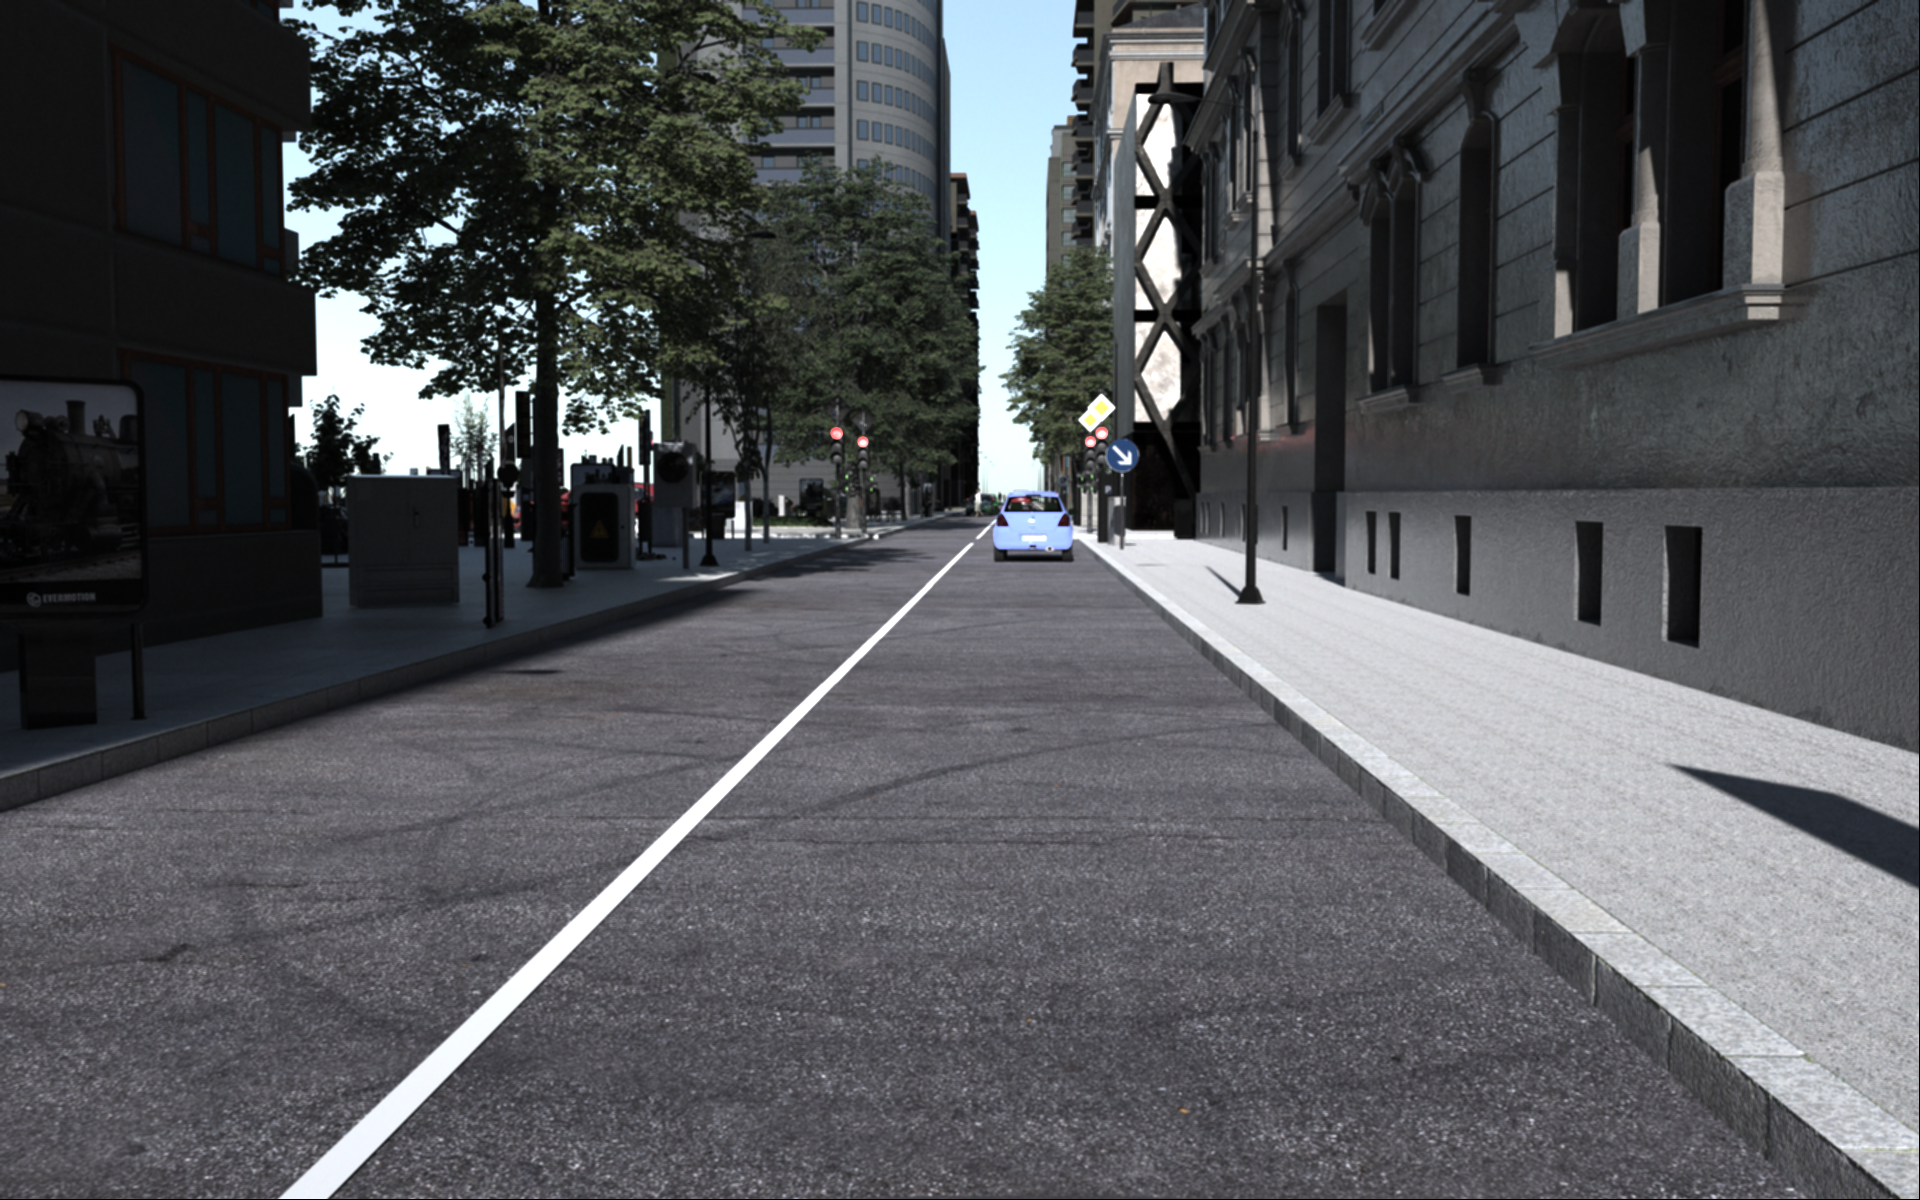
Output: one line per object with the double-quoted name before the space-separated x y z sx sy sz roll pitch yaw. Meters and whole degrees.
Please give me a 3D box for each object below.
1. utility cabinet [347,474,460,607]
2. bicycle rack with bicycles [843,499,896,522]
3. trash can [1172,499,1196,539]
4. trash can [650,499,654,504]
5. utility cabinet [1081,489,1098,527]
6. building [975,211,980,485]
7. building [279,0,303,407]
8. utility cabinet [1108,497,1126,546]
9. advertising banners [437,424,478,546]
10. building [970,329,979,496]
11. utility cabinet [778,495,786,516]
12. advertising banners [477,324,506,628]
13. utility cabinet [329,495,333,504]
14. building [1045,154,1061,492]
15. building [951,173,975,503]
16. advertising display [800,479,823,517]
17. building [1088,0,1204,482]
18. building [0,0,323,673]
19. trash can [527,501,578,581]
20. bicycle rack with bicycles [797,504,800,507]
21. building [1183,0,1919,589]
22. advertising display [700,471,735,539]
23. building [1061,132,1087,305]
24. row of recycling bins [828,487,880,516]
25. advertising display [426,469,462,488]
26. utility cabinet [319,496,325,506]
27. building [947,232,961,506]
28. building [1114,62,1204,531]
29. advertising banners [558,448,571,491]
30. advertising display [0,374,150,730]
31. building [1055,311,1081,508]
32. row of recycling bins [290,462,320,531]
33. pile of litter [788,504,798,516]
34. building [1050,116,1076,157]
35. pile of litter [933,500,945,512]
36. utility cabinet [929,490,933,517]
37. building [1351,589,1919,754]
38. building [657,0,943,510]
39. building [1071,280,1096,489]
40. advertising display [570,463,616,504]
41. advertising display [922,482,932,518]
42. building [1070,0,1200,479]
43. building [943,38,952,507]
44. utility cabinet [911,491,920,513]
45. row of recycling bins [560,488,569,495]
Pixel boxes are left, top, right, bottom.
"utility cabinet" -6.351 -0.680 19.794 1.173 1.500 0.318 -3 4 -38
"bicycle rack with bicycles" -4.241 -4.024 79.180 2.852 0.926 2.925 -1 4 -11
"trash can" 6.384 -2.294 49.165 0.748 1.137 0.748 0 3 0
"trash can" -8.629 -2.322 49.615 0.748 1.137 0.748 0 3 0
"utility cabinet" 5.236 -3.556 66.827 1.173 1.500 0.318 3 4 37
"building" -8.289 -37.039 260.206 22.147 44.769 28.867 0 4 2
"building" -31.746 -25.460 35.886 30.456 49.044 23.786 0 4 2
"utility cabinet" 3.916 -1.972 43.411 0.306 1.237 1.020 0 4 -4
"advertising banners" -12.296 -2.849 42.763 2.074 3.025 0.090 3 5 41
"building" -4.200 -31.208 281.956 14.160 30.474 14.107 0 4 2
"utility cabinet" -8.706 -4.512 84.927 0.306 1.237 1.020 0 4 -1
"advertising banners" -4.654 -1.296 17.372 0.090 3.025 2.074 -1 4 -9
"utility cabinet" -47.306 -7.300 130.521 1.020 1.237 0.306 2 4 25
"building" 22.518 -37.480 236.498 21.300 48.544 21.600 0 4 2
"building" -9.794 -35.233 230.678 22.147 44.769 28.867 0 4 2
"advertising display" -6.165 -4.080 71.922 0.974 1.923 0.123 0 4 1
"building" 14.214 -19.053 97.415 13.634 28.700 20.117 0 4 2
"building" -21.000 -9.694 3.538 27.650 21.520 28.899 0 4 2
"trash can" -6.031 -0.858 25.687 0.748 1.137 0.748 0 3 0
"bicycle rack with bicycles" -9.255 -6.150 113.936 2.852 0.926 2.925 3 5 42
"building" 12.232 -15.145 35.009 14.401 28.519 23.554 0 4 2
"advertising display" -6.874 -2.688 49.168 0.974 1.923 0.123 -1 4 -15
"building" 18.502 -31.488 198.426 14.154 41.232 14.086 0 4 2
"row of recycling bins" -6.232 -5.806 102.045 3.534 1.692 1.069 -3 4 -37
"advertising display" -13.218 -2.399 44.444 0.123 1.923 0.974 3 5 41
"utility cabinet" -27.934 -3.929 75.408 0.306 1.237 1.020 -3 4 -36
"building" -7.143 -26.066 197.886 14.160 30.474 14.107 0 4 2
"building" 14.582 -12.090 65.124 16.811 18.784 16.820 0 4 2
"advertising banners" -14.666 -4.285 66.250 2.074 3.025 0.090 -3 4 -37
"advertising display" -4.975 -0.263 9.510 0.123 1.923 0.974 3 5 43
"building" 23.855 -20.326 177.369 27.650 21.520 28.899 0 4 2
"row of recycling bins" -9.913 -0.908 21.957 3.534 1.692 1.069 0 4 -3
"pile of litter" -7.667 -3.854 76.972 1.176 0.858 1.719 1 4 10
"building" 24.904 -44.876 275.715 21.231 58.520 28.212 0 4 2
"pile of litter" -1.836 -6.903 126.830 1.719 0.858 1.176 -2 4 -24
"utility cabinet" -1.740 -5.347 96.106 0.318 1.500 1.173 1 4 10
"building" 11.084 -13.709 11.525 14.401 28.519 23.554 0 4 2
"building" -12.538 -36.947 146.078 21.231 58.520 28.212 0 4 2
"building" 16.237 -15.572 122.048 16.820 18.784 16.811 0 4 2
"advertising display" -7.611 -1.881 35.971 0.974 1.923 0.123 1 4 14
"advertising display" -1.822 -5.431 94.012 0.123 1.923 0.974 2 4 29
"building" 20.610 -30.117 147.030 22.147 44.769 28.867 0 4 2
"building" -8.106 -31.698 168.373 14.600 45.320 14.200 0 4 2
"utility cabinet" -3.206 -6.416 113.579 1.173 1.500 0.318 1 4 15
"row of recycling bins" -24.392 -6.403 111.796 3.534 1.692 1.069 1 4 19
